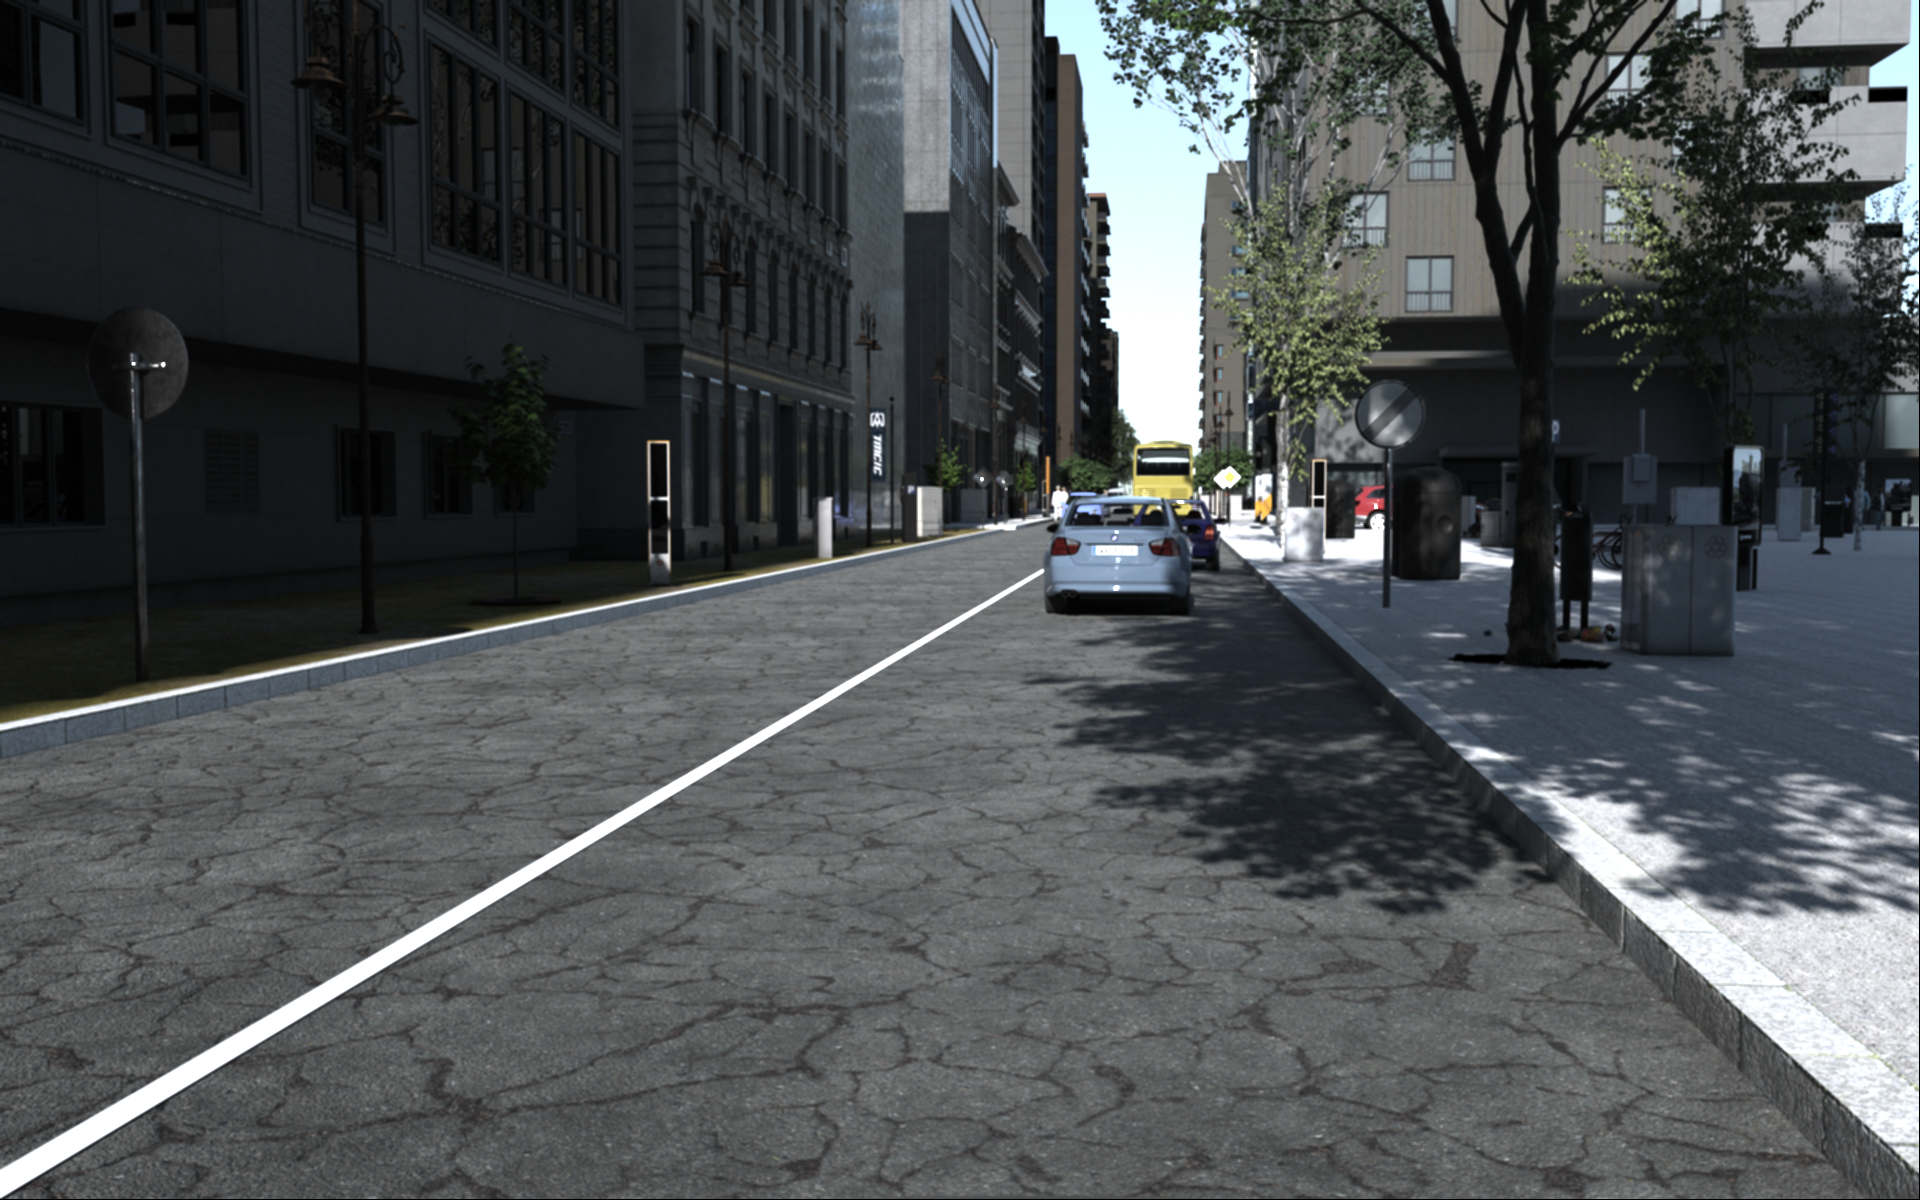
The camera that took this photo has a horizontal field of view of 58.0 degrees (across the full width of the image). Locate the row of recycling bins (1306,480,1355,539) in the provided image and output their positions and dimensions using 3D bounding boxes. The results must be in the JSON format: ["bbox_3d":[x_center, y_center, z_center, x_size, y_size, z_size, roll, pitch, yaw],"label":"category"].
[{"bbox_3d":[10.921,-2.705,51.344,1.069,1.692,3.534,0,4,1],"label":"row of recycling bins"}]

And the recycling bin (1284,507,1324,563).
[{"bbox_3d":[6.524,-1.241,32.839,0.722,1.027,0.722,1,4,11],"label":"recycling bin"}]

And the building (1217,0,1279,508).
[{"bbox_3d":[37.312,-52.458,170.362,22.319,86.520,31.000,0,4,7],"label":"building"}]

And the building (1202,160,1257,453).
[{"bbox_3d":[45.501,-38.088,246.438,21.300,48.544,21.600,0,4,7],"label":"building"}]

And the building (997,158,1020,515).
[{"bbox_3d":[-2.798,-16.758,102.879,11.050,23.489,19.941,0,4,7],"label":"building"}]

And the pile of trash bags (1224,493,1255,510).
[{"bbox_3d":[22.586,-8.039,141.191,1.912,1.369,3.447,-2,4,-26],"label":"pile of trash bags"}]

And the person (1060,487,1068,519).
[{"bbox_3d":[5.305,-4.882,88.540,0.478,1.798,0.641,3,5,44],"label":"person"}]

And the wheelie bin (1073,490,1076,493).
[{"bbox_3d":[8.206,-7.317,127.537,0.693,1.594,0.980,3,4,37],"label":"wheelie bin"}]

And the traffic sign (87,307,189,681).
[{"bbox_3d":[-5.617,-0.717,11.823,0.768,2.556,0.104,1,4,11],"label":"traffic sign"}]

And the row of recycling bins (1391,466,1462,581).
[{"bbox_3d":[7.308,-1.236,27.322,1.069,1.692,3.534,1,4,13],"label":"row of recycling bins"}]

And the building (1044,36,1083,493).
[{"bbox_3d":[5.043,-32.086,174.710,14.600,45.320,14.200,0,4,7],"label":"building"}]

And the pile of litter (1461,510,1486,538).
[{"bbox_3d":[15.370,-2.224,50.321,1.719,0.858,1.176,2,4,34],"label":"pile of litter"}]

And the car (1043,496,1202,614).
[{"bbox_3d":[2.058,-0.611,21.987,2.014,1.417,4.499,0,4,8],"label":"car"}]

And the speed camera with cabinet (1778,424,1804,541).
[{"bbox_3d":[23.048,-3.285,48.042,0.660,3.252,2.038,2,4,25],"label":"speed camera with cabinet"}]

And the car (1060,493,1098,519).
[{"bbox_3d":[5.300,-3.973,74.546,1.945,1.707,3.694,0,4,8],"label":"car"}]

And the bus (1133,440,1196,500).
[{"bbox_3d":[9.258,-5.316,78.471,2.896,3.916,12.252,0,4,7],"label":"bus"}]

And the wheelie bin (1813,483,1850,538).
[{"bbox_3d":[25.790,-2.651,51.256,0.980,1.594,0.693,2,4,27],"label":"wheelie bin"}]

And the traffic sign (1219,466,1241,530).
[{"bbox_3d":[9.677,-3.579,62.162,0.795,2.450,0.064,0,4,7],"label":"traffic sign"}]

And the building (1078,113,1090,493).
[{"bbox_3d":[3.195,-35.355,197.661,23.786,49.044,30.456,0,4,7],"label":"building"}]

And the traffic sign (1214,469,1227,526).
[{"bbox_3d":[10.653,-4.064,70.087,0.795,2.450,0.064,0,4,7],"label":"traffic sign"}]

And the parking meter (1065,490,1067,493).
[{"bbox_3d":[7.597,-6.933,121.762,0.372,1.533,0.369,0,3,0],"label":"parking meter"}]

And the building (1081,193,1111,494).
[{"bbox_3d":[10.026,-36.170,246.003,22.147,44.769,28.867,0,4,7],"label":"building"}]

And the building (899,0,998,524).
[{"bbox_3d":[-5.194,-16.212,83.083,12.078,24.808,19.932,0,4,7],"label":"building"}]

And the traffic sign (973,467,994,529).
[{"bbox_3d":[0.852,-3.647,63.266,0.795,2.450,0.064,0,4,7],"label":"traffic sign"}]

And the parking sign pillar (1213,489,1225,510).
[{"bbox_3d":[20.455,-9.172,138.429,1.447,3.967,1.447,0,4,7],"label":"parking sign pillar"}]

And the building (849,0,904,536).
[{"bbox_3d":[-10.963,-12.373,57.044,16.860,20.320,10.420,0,4,7],"label":"building"}]

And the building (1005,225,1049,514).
[{"bbox_3d":[-0.235,-17.560,123.254,11.583,22.565,21.152,0,4,7],"label":"building"}]

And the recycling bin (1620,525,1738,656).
[{"bbox_3d":[5.822,-0.092,14.054,0.722,1.027,0.722,0,4,7],"label":"recycling bin"}]

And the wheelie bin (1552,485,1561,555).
[{"bbox_3d":[12.085,-1.736,36.284,0.980,1.594,0.693,-1,4,-22],"label":"wheelie bin"}]

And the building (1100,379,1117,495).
[{"bbox_3d":[10.700,-26.382,276.388,27.650,21.520,28.899,0,4,7],"label":"building"}]

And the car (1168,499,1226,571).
[{"bbox_3d":[4.202,-1.296,33.762,1.945,1.354,3.894,1,4,9],"label":"car"}]

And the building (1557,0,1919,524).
[{"bbox_3d":[28.947,-30.219,83.320,27.495,52.752,28.713,0,4,7],"label":"building"}]

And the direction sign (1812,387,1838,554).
[{"bbox_3d":[18.403,-2.746,36.892,0.876,3.537,0.379,-3,4,-35],"label":"direction sign"}]

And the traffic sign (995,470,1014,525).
[{"bbox_3d":[1.828,-4.131,71.191,0.795,2.450,0.064,0,4,7],"label":"traffic sign"}]

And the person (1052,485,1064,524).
[{"bbox_3d":[4.690,-4.516,82.213,0.514,1.842,0.818,-2,4,-31],"label":"person"}]

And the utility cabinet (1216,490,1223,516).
[{"bbox_3d":[15.232,-5.670,101.382,0.318,1.500,1.173,1,4,16],"label":"utility cabinet"}]

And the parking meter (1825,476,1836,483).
[{"bbox_3d":[28.540,-3.130,56.883,0.399,1.863,0.255,-3,5,-41],"label":"parking meter"}]

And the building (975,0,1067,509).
[{"bbox_3d":[-0.673,-43.924,156.407,20.563,71.187,20.611,0,4,7],"label":"building"}]

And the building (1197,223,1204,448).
[{"bbox_3d":[48.604,-37.732,271.549,22.147,44.769,28.867,0,4,7],"label":"building"}]

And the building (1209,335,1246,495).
[{"bbox_3d":[43.251,-21.816,201.736,27.650,21.520,28.899,0,4,7],"label":"building"}]

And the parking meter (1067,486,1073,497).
[{"bbox_3d":[7.572,-6.930,119.021,0.399,1.863,0.255,1,4,12],"label":"parking meter"}]

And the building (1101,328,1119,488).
[{"bbox_3d":[19.928,-32.104,296.607,14.160,30.474,14.107,0,4,7],"label":"building"}]

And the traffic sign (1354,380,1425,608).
[{"bbox_3d":[4.814,-1.185,19.473,0.768,2.556,0.104,1,4,10],"label":"traffic sign"}]

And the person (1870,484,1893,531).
[{"bbox_3d":[33.313,-3.295,62.723,0.623,1.781,0.721,-2,4,-27],"label":"person"}]

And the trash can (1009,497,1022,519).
[{"bbox_3d":[2.870,-4.809,90.281,0.748,1.137,0.748,0,3,0],"label":"trash can"}]

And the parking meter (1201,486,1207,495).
[{"bbox_3d":[17.335,-7.168,122.913,0.255,1.863,0.399,-2,4,-35],"label":"parking meter"}]

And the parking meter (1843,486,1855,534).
[{"bbox_3d":[28.838,-2.927,56.272,0.372,1.533,0.369,0,3,0],"label":"parking meter"}]

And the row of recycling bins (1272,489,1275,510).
[{"bbox_3d":[25.477,-8.292,142.682,1.069,1.692,3.534,1,4,12],"label":"row of recycling bins"}]

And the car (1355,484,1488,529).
[{"bbox_3d":[17.103,-3.433,64.805,5.304,1.827,2.281,0,4,7],"label":"car"}]

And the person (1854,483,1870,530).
[{"bbox_3d":[32.152,-3.265,61.752,0.748,1.841,0.638,-2,4,-27],"label":"person"}]

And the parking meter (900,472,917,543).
[{"bbox_3d":[-1.345,-2.443,45.651,0.399,1.863,0.255,-1,4,-22],"label":"parking meter"}]

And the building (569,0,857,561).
[{"bbox_3d":[-8.811,-11.784,41.814,9.793,20.994,18.267,0,4,7],"label":"building"}]

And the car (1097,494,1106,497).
[{"bbox_3d":[8.427,-5.847,107.606,2.014,1.417,4.499,0,4,7],"label":"car"}]

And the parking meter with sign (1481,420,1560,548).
[{"bbox_3d":[13.268,-2.746,41.152,1.738,3.016,0.543,3,5,42],"label":"parking meter with sign"}]

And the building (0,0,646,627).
[{"bbox_3d":[-14.037,-13.876,20.388,14.314,27.812,24.014,0,4,7],"label":"building"}]

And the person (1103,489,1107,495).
[{"bbox_3d":[11.532,-7.818,136.505,0.709,1.800,0.728,2,4,27],"label":"person"}]

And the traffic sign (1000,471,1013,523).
[{"bbox_3d":[2.038,-4.512,75.901,0.606,2.300,0.079,1,4,9],"label":"traffic sign"}]

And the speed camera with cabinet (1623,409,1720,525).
[{"bbox_3d":[16.560,-2.813,40.333,2.038,3.252,0.660,1,4,14],"label":"speed camera with cabinet"}]

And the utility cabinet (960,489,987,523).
[{"bbox_3d":[0.607,-4.148,76.497,1.173,1.500,0.318,0,4,-6],"label":"utility cabinet"}]
